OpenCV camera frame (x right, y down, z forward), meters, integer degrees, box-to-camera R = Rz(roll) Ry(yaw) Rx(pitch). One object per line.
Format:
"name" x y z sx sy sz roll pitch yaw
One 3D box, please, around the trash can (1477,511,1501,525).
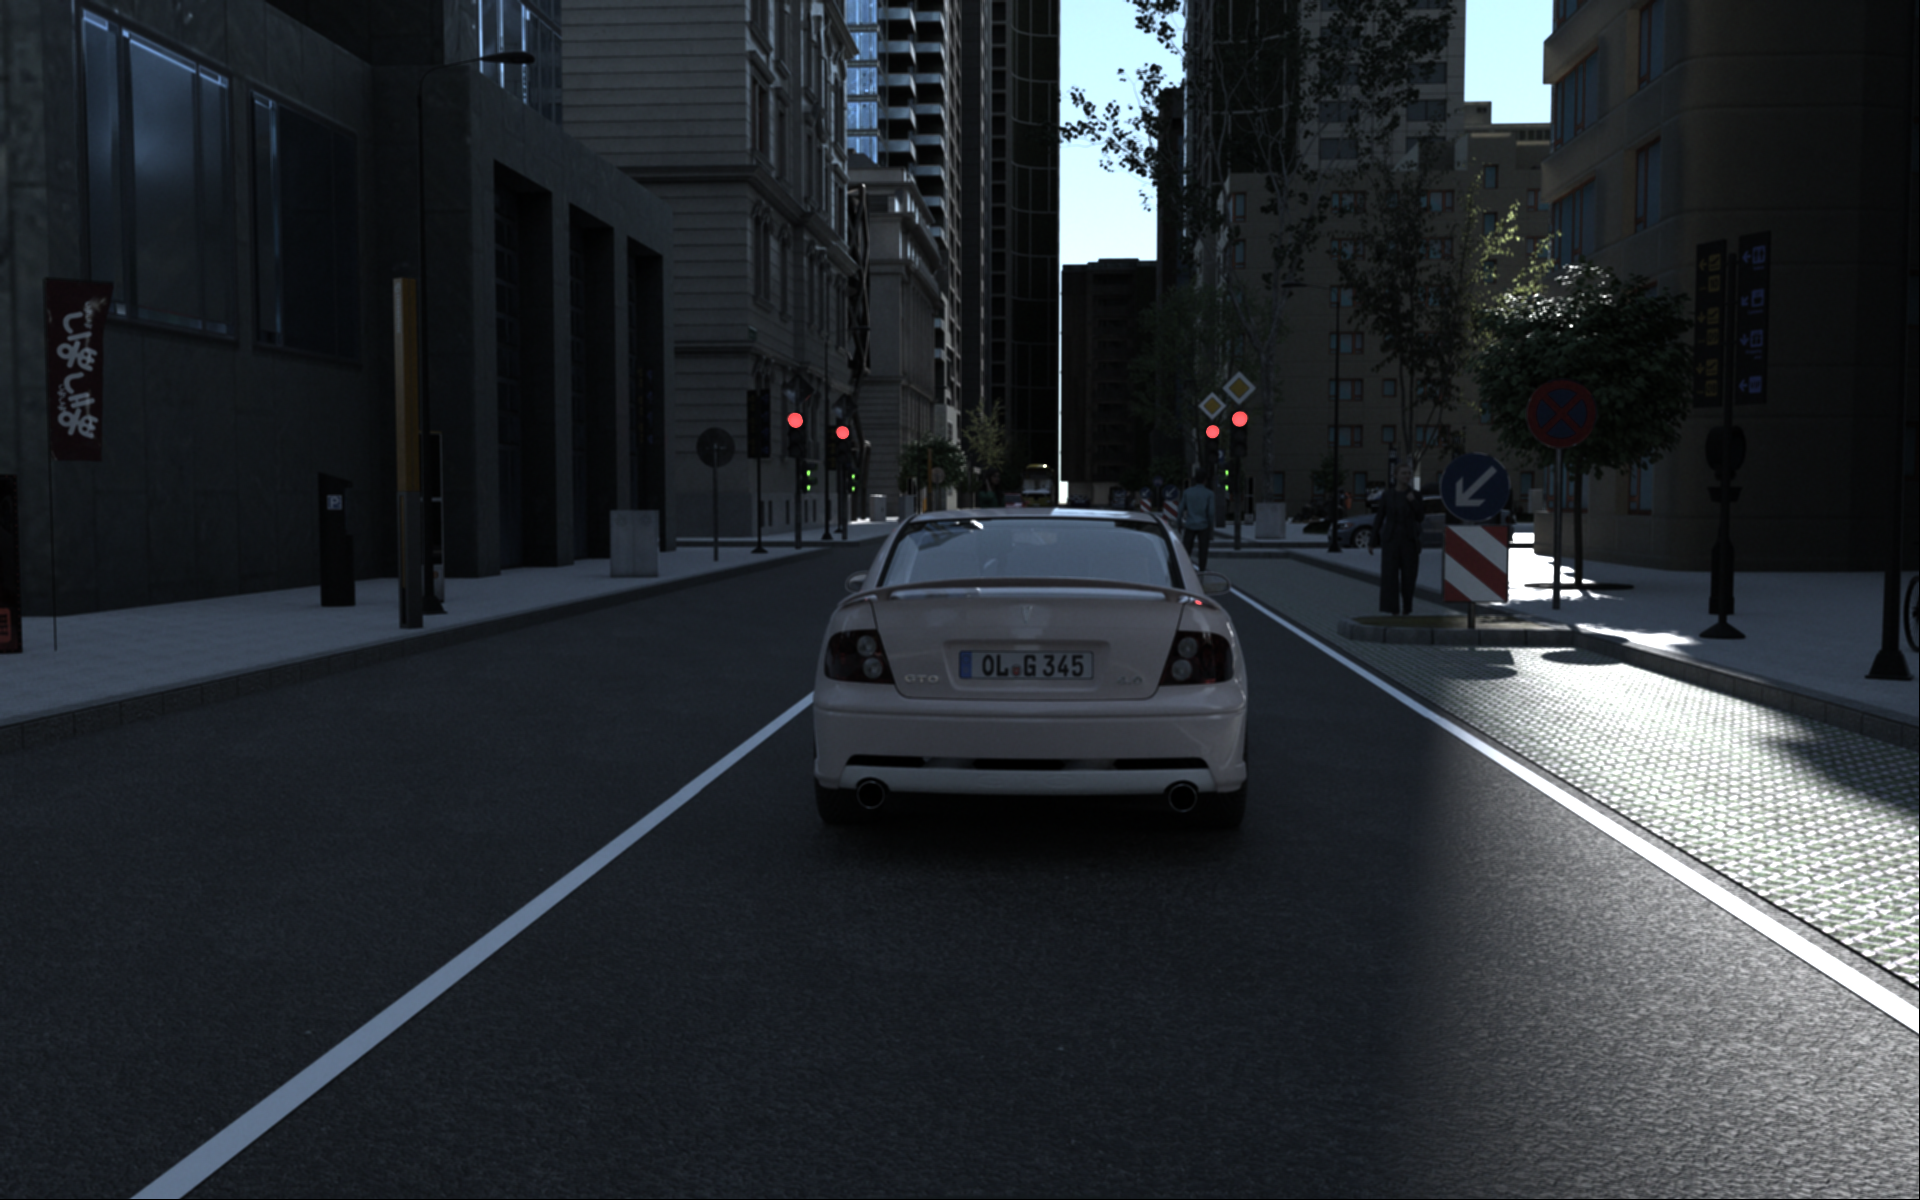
"trash can" 11.253 -1.554 37.061 0.748 1.137 0.748 0 3 0

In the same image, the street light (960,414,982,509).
"street light" 0.596 -7.836 100.665 1.470 5.913 1.316 0 4 4

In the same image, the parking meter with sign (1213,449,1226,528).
"parking meter with sign" 10.001 -4.317 66.838 0.543 3.016 1.738 0 4 3

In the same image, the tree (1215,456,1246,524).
"tree" 11.747 -4.837 73.680 1.663 3.219 1.824 0 3 0

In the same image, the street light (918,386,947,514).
"street light" -1.237 -6.240 74.569 1.470 5.913 1.316 0 4 4

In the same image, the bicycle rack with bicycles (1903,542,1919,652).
"bicycle rack with bicycles" 8.424 0.046 12.627 2.852 0.926 2.925 1 4 18

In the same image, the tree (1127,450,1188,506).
"tree" 15.395 -8.821 127.934 4.285 4.588 4.351 0 3 0

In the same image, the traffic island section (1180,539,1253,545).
"traffic island section" 6.925 -1.551 47.642 2.009 0.180 2.903 0 4 4

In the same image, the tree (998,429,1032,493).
"tree" 6.179 -14.797 192.294 4.737 8.622 4.395 0 3 0

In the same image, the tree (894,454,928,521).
"tree" -2.508 -5.386 82.662 1.663 3.219 1.824 0 3 0

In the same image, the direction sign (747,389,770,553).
"direction sign" -4.366 -2.790 37.606 0.379 3.537 0.876 -3 4 -39

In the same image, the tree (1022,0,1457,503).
"tree" 8.904 -12.264 56.404 12.611 20.169 13.585 0 3 0

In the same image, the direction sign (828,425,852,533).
"direction sign" -3.999 -3.992 57.269 0.876 3.537 0.379 -2 4 -25

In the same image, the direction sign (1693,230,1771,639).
"direction sign" 6.819 -1.431 15.386 0.379 3.537 0.876 -1 4 -17

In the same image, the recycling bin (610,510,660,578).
"recycling bin" -5.058 -0.881 26.958 0.722 1.027 0.722 0 4 -7

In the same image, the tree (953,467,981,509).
"tree" 0.134 -7.565 118.290 1.663 3.219 1.824 0 3 0

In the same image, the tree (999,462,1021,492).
"tree" 5.009 -11.948 179.070 4.285 4.588 4.351 0 3 0

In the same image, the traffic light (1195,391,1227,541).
"traffic light" 6.886 -3.585 47.531 0.839 4.253 0.868 0 4 4

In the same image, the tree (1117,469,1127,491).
"tree" 19.200 -12.773 192.556 4.285 4.588 4.351 0 3 0

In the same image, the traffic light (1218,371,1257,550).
"traffic light" 6.337 -3.097 39.564 0.839 4.253 0.868 0 4 4

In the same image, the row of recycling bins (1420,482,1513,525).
"row of recycling bins" 17.470 -3.229 59.915 3.534 1.692 1.069 -1 4 -18

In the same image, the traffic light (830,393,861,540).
"traffic light" -3.203 -3.626 48.207 0.839 4.253 0.868 0 4 4

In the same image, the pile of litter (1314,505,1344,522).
"pile of litter" 14.929 -3.286 67.695 1.719 0.858 1.176 0 4 1

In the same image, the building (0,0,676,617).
"building" -22.676 -43.669 26.661 31.000 86.520 22.319 0 4 4

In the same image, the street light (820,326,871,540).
"street light" -3.170 -4.621 48.096 1.470 5.913 1.316 0 4 4

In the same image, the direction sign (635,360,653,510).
"direction sign" -5.410 -2.308 29.739 0.379 3.537 0.876 0 4 7

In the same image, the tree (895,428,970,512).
"tree" -1.521 -6.272 86.267 4.285 4.588 4.351 0 3 0

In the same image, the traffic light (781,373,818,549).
"traffic light" -3.752 -3.139 40.241 0.839 4.253 0.868 0 4 4

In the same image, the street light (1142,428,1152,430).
"street light" 13.578 -9.165 122.395 1.470 5.913 1.316 0 4 4

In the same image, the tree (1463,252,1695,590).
"tree" 8.588 -2.449 23.753 4.285 4.588 4.351 0 3 0

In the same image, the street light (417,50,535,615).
"street light" -5.149 -2.801 18.336 1.470 5.913 1.316 0 4 4

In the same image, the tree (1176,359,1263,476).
"tree" 13.368 -8.571 90.501 4.737 8.622 4.395 0 3 0

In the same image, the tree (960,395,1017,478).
"tree" 2.199 -10.943 129.285 4.360 8.622 3.978 0 3 0

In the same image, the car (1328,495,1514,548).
"car" 11.476 -1.913 43.272 4.499 1.417 2.014 0 4 2

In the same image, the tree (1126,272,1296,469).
"tree" 11.381 -9.437 80.053 9.928 11.665 9.643 0 3 0

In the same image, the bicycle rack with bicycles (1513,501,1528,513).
"bicycle rack with bicycles" 28.183 -4.667 89.686 2.852 0.926 2.925 2 4 35

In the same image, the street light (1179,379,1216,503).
"street light" 9.736 -5.963 70.033 1.470 5.913 1.316 0 4 4

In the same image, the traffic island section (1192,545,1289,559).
"traffic island section" 6.376 -1.064 39.676 2.009 0.180 2.903 0 4 4

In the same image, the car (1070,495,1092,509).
"car" 10.525 -8.482 151.255 1.945 1.354 3.894 0 4 6

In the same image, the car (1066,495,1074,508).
"car" 11.715 -9.938 174.842 2.083 1.381 4.827 0 4 3

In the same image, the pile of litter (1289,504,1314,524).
"pile of litter" 15.273 -3.784 75.829 1.719 0.858 1.176 1 4 11

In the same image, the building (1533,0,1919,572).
"building" 25.230 -10.797 21.565 27.650 21.520 28.899 0 4 4

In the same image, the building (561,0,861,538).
"building" -11.558 -16.774 61.649 14.401 28.519 23.554 0 4 4

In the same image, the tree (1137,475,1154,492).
"tree" 16.862 -9.993 157.982 1.663 3.219 1.824 0 3 0

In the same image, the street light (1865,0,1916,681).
"street light" 5.942 -2.410 11.941 1.470 5.913 1.316 0 4 4

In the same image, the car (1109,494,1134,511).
"car" 13.004 -7.769 139.019 2.014 1.417 4.499 0 4 4

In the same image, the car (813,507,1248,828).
"car" 0.385 0.214 8.856 2.083 1.381 4.827 0 4 3

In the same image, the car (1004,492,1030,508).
"car" 2.234 -4.441 81.645 2.155 1.783 4.494 0 4 4

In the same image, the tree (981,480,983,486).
"tree" 0.937 -7.967 124.864 1.663 3.219 1.824 0 3 0

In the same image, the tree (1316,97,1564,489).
"tree" 8.703 -5.024 32.503 4.360 8.622 3.978 0 3 0

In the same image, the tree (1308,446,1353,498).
"tree" 14.895 -4.628 70.267 1.663 3.219 1.824 0 3 0

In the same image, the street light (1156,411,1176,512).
"street light" 11.753 -7.558 96.117 1.470 5.913 1.316 0 4 4

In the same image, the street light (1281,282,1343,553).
"street light" 7.721 -4.006 38.041 1.470 5.913 1.316 0 4 4

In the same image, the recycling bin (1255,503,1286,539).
"recycling bin" 8.887 -2.264 49.564 0.722 1.027 0.722 2 4 25
